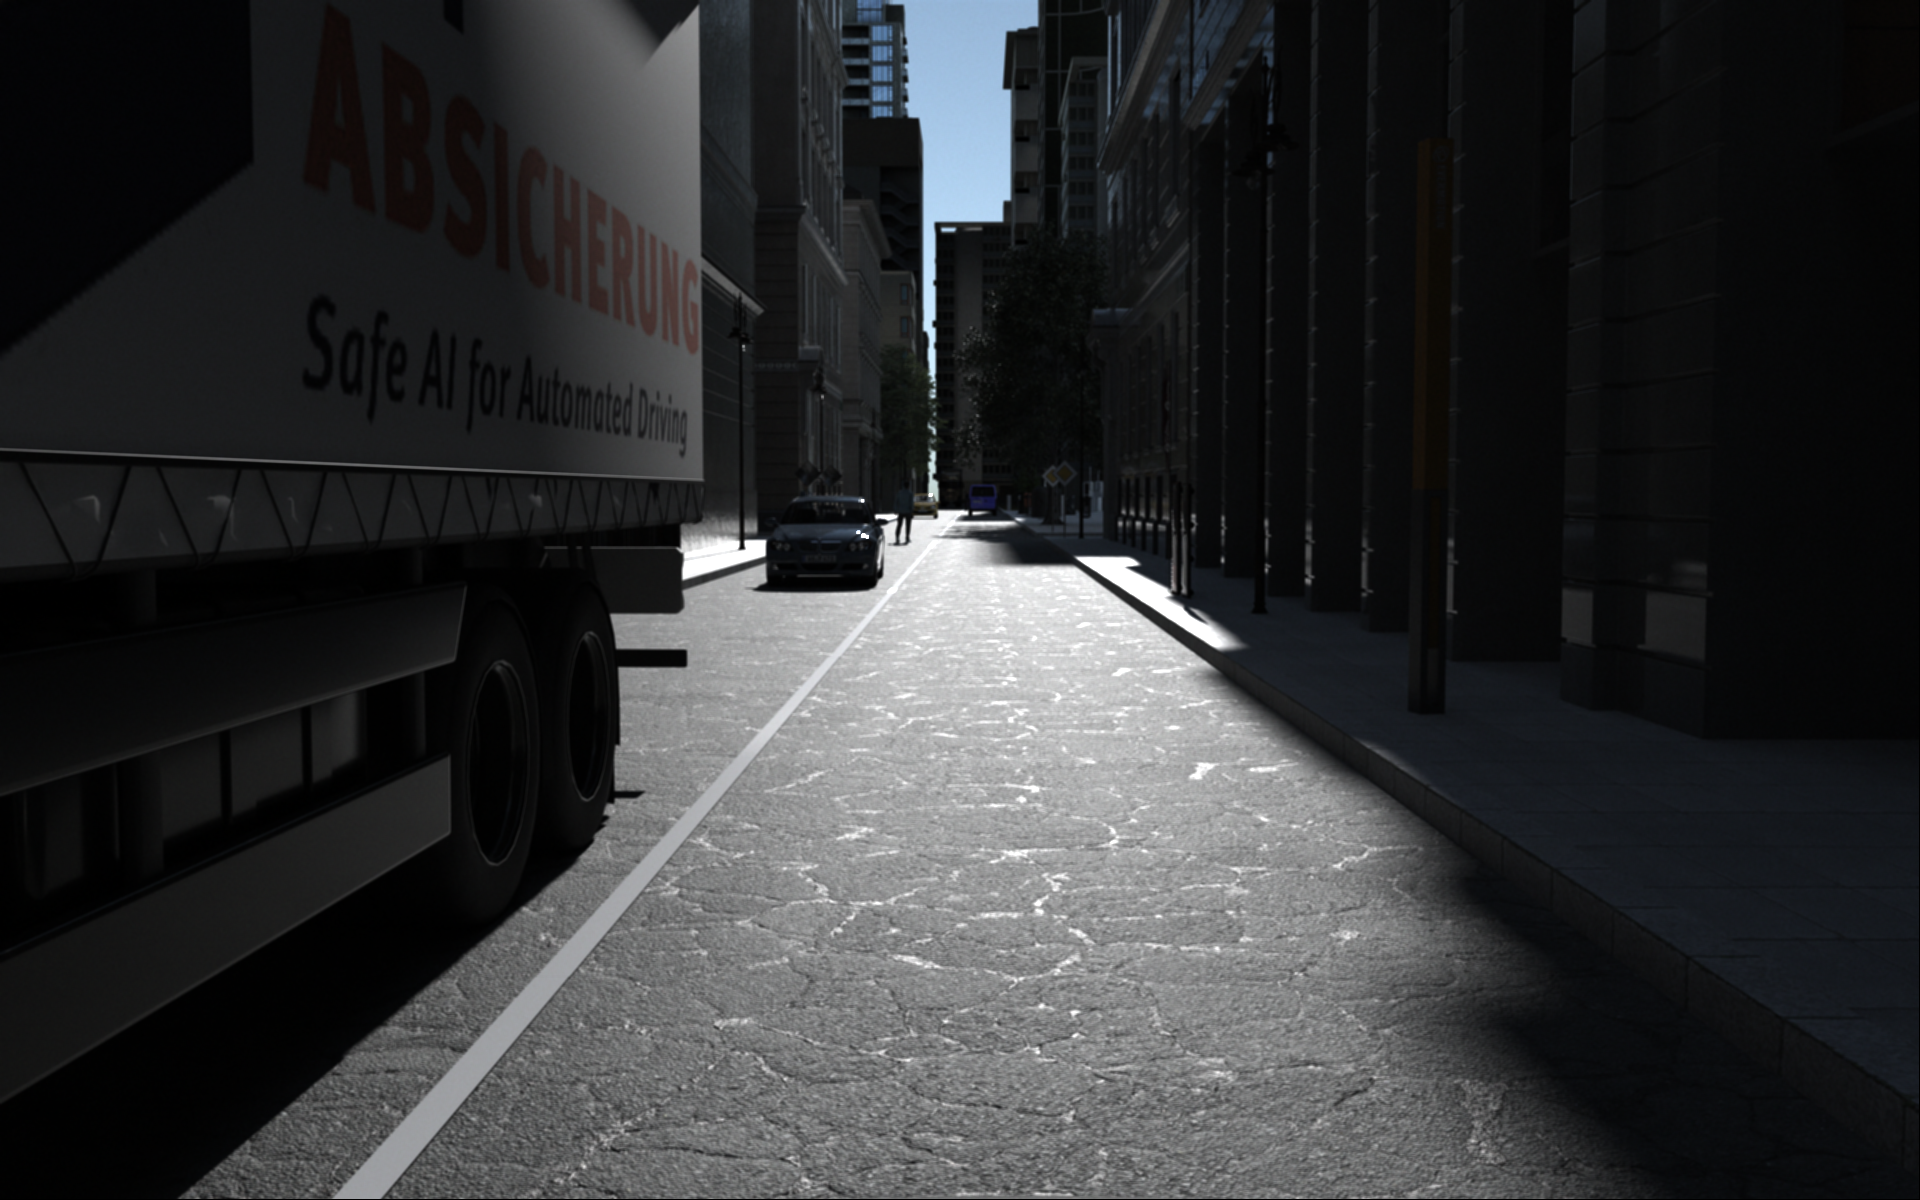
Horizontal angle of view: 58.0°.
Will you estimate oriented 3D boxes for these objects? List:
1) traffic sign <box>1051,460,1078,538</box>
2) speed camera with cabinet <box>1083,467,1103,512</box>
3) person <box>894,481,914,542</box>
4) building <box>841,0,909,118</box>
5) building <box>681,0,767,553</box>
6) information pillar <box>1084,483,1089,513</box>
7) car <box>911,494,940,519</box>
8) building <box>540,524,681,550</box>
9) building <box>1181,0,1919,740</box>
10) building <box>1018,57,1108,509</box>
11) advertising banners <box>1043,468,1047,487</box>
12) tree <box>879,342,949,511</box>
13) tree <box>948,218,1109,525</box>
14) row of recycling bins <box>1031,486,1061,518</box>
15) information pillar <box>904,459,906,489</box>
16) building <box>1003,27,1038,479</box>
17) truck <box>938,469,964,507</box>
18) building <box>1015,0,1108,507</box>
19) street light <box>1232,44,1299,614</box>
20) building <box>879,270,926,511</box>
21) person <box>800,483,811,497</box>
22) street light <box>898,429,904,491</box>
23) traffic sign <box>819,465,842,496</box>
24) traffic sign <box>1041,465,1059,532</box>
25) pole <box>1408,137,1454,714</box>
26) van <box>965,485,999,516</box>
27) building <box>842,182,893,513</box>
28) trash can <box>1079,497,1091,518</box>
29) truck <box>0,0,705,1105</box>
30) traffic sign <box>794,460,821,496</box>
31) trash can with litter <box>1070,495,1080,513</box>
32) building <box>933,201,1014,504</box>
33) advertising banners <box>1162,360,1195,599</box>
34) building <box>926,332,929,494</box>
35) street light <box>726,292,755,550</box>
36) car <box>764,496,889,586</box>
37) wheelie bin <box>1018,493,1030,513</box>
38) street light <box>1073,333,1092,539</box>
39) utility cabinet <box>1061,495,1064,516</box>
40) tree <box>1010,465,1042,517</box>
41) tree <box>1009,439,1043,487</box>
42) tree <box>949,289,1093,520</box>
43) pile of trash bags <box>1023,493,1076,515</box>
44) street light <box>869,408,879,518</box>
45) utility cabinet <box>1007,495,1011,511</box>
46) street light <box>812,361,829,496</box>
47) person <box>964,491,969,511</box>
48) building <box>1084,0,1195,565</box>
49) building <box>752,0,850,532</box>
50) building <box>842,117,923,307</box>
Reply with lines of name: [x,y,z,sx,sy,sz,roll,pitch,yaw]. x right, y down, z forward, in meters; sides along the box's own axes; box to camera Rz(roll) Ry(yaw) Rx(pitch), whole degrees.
traffic sign: [3.071,-2.886,50.826,0.795,2.450,0.064,0,4,1]
speed camera with cabinet: [9.648,-8.069,126.263,0.660,3.252,2.038,2,4,33]
person: [-1.675,-2.616,51.291,0.660,1.820,0.620,1,4,17]
building: [-19.823,-55.940,227.282,31.000,86.520,22.319,0,4,1]
building: [-20.183,-12.794,42.469,30.059,22.955,16.112,0,4,1]
information pillar: [8.468,-6.813,115.881,0.304,2.012,0.304,0,4,-6]
car: [-2.166,-5.648,102.575,2.015,1.641,3.980,0,4,0]
building: [-11.420,-11.866,23.686,12.332,23.373,15.834,0,4,1]
building: [9.332,-14.543,15.276,11.434,29.767,29.804,0,4,1]
building: [21.276,-27.931,148.549,32.217,40.220,23.993,0,4,1]
advertising banners: [6.080,-7.360,116.522,0.090,3.025,2.074,2,4,30]
tree: [-4.540,-12.953,129.911,7.486,12.596,7.792,0,3,0]
tree: [3.992,-9.484,72.065,9.611,12.733,9.660,0,3,0]
row of recycling bins: [4.714,-5.385,95.153,1.069,1.692,3.534,1,4,20]
information pillar: [-3.691,-7.660,116.590,0.183,3.616,0.504,0,4,6]
building: [19.357,-37.047,194.953,28.713,52.752,27.495,0,4,1]
truck: [-0.992,-12.521,193.634,2.839,4.237,11.283,0,3,0]
building: [16.018,-44.781,170.414,20.563,71.187,20.611,0,4,1]
street light: [3.222,-2.792,18.443,0.468,5.910,1.993,0,4,1]
building: [-17.392,-18.577,148.765,27.650,21.520,28.899,0,4,1]
person: [-5.024,-2.918,56.236,0.581,1.822,0.654,-2,4,-28]
street light: [-4.222,-9.200,123.199,0.468,5.910,1.993,0,4,1]
traffic sign: [-4.394,-3.380,58.906,0.795,2.450,0.064,0,4,1]
traffic sign: [3.150,-3.374,58.811,0.795,2.450,0.064,0,4,1]
pole: [2.738,-0.992,10.067,0.158,3.312,0.155,0,3,0]
van: [1.494,-6.815,115.814,2.240,2.365,5.245,0,3,0]
building: [-10.053,-15.135,98.368,10.553,20.767,40.483,0,4,1]
trash can: [6.697,-4.956,92.684,0.748,1.137,0.748,0,3,0]
truck: [-2.756,-0.903,3.675,2.839,4.237,11.283,0,4,2]
traffic sign: [-4.473,-2.892,50.921,0.795,2.450,0.064,0,4,1]
trash can with litter: [8.102,-6.707,120.721,1.678,1.210,2.233,2,4,30]
building: [8.450,-33.045,232.166,23.993,40.220,32.217,0,4,1]
advertising banners: [2.768,-1.585,22.099,0.090,3.025,2.074,0,4,-2]
building: [-17.428,-20.401,178.599,27.650,21.520,28.899,0,4,1]
street light: [-5.035,-4.102,39.853,0.468,5.910,1.993,0,4,1]
car: [-2.173,-1.018,28.640,2.014,1.417,4.499,0,4,-1]
wheelie bin: [4.250,-6.439,113.183,0.980,1.594,0.693,-3,5,-44]
street light: [3.506,-4.715,49.879,0.468,5.910,1.993,0,4,1]
utility cabinet: [5.713,-5.581,102.404,0.306,1.237,1.020,3,5,43]
tree: [3.963,-7.081,110.379,1.663,3.219,1.824,0,3,0]
tree: [5.038,-11.285,134.865,4.360,8.622,3.978,0,3,0]
tree: [4.356,-10.821,87.286,12.009,13.543,11.850,0,3,0]
pile of trash bags: [5.527,-5.923,106.596,3.447,1.369,1.912,1,4,19]
street light: [-4.545,-7.262,91.529,0.468,5.910,1.993,0,4,1]
utility cabinet: [3.773,-7.471,133.317,0.306,1.237,1.020,0,4,-1]
street light: [-4.810,-5.340,60.092,0.468,5.910,1.993,0,4,1]
person: [0.648,-8.648,150.693,0.445,1.727,0.742,-3,5,-44]
building: [10.337,-15.554,40.213,13.634,28.700,20.117,0,4,1]
building: [-11.518,-17.247,67.895,13.634,28.700,20.117,0,4,1]
building: [-11.623,-33.782,202.442,14.200,45.320,14.600,0,4,1]
